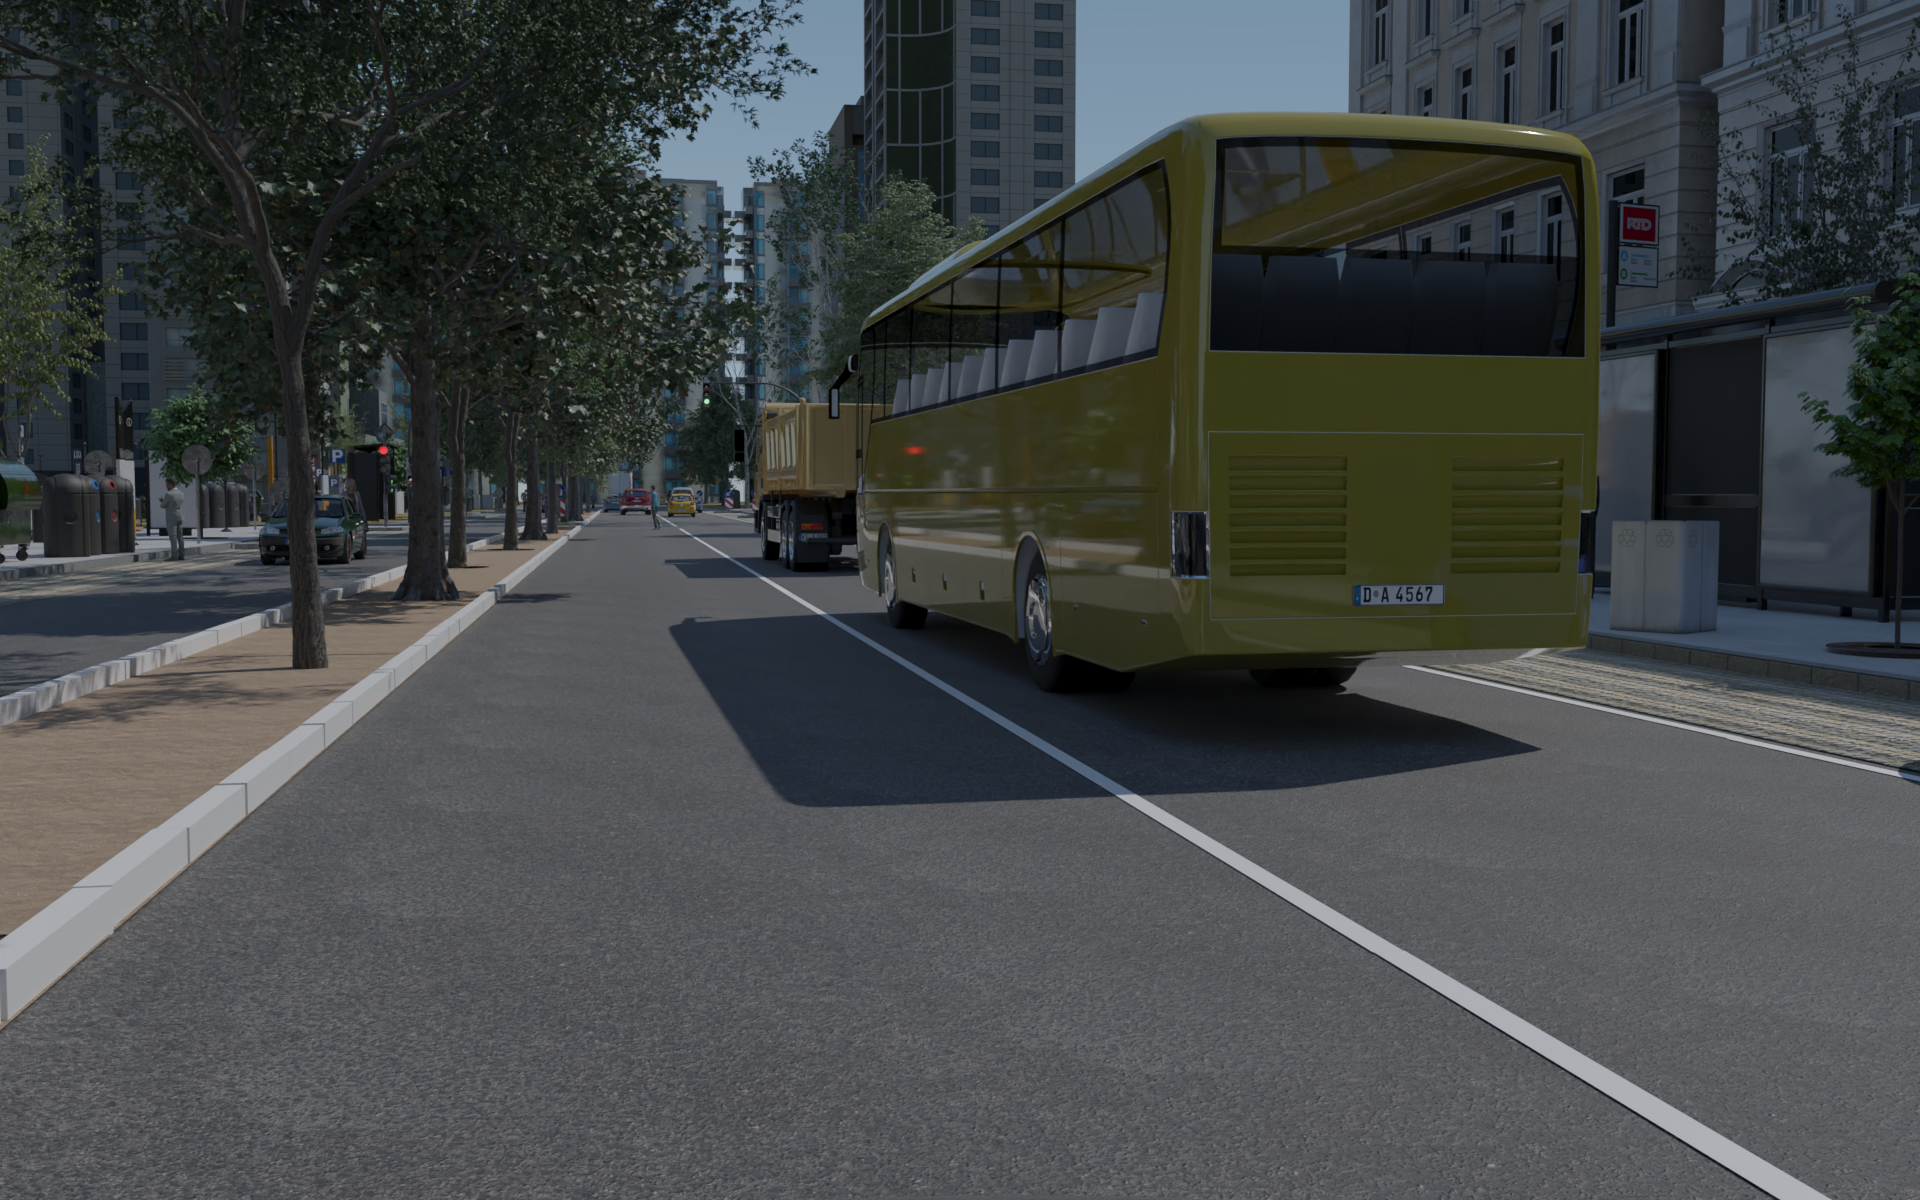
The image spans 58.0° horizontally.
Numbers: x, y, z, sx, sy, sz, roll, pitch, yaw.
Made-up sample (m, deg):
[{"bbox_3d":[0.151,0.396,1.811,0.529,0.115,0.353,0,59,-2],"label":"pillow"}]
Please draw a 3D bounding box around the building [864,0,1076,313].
[{"bbox_3d":[-0.566,-45.318,179.203,20.563,71.187,20.611,-1,4,-11],"label":"building"}]

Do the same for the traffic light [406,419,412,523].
[{"bbox_3d":[-21.955,-6.197,75.995,4.771,5.953,1.251,-1,4,-11],"label":"traffic light"}]

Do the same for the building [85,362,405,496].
[{"bbox_3d":[-79.649,-53.745,191.408,31.000,86.520,22.319,-1,4,-11],"label":"building"}]

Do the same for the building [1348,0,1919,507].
[{"bbox_3d":[21.197,-16.232,51.305,13.634,28.700,20.117,-1,4,-11],"label":"building"}]

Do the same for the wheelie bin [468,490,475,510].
[{"bbox_3d":[-38.854,-7.902,137.101,0.980,1.594,0.693,0,4,-1],"label":"wheelie bin"}]

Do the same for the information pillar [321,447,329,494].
[{"bbox_3d":[-27.945,-5.190,76.218,0.183,3.616,0.504,0,4,8],"label":"information pillar"}]

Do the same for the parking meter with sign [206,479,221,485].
[{"bbox_3d":[-33.768,-5.018,78.301,0.543,3.016,1.738,0,4,0],"label":"parking meter with sign"}]

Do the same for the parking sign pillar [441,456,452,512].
[{"bbox_3d":[-36.302,-8.258,123.495,1.447,3.967,1.447,2,4,32],"label":"parking sign pillar"}]

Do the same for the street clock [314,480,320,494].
[{"bbox_3d":[-34.289,-5.366,92.309,0.358,2.002,0.471,-1,4,-13],"label":"street clock"}]

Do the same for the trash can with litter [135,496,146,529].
[{"bbox_3d":[-30.636,-3.202,63.406,1.678,1.210,2.233,2,4,28],"label":"trash can with litter"}]

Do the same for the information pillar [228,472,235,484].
[{"bbox_3d":[-50.223,-7.830,119.370,0.504,3.616,0.183,0,4,2],"label":"information pillar"}]

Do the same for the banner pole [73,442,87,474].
[{"bbox_3d":[-42.661,-5.754,84.101,0.863,3.779,0.401,0,4,7],"label":"banner pole"}]

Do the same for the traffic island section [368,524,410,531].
[{"bbox_3d":[-22.503,-2.787,67.851,2.009,0.180,2.903,-1,4,-11],"label":"traffic island section"}]

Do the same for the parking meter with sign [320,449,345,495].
[{"bbox_3d":[-23.852,-4.270,66.069,0.543,3.016,1.738,-1,4,-11],"label":"parking meter with sign"}]

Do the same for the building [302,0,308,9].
[{"bbox_3d":[-69.494,-44.616,167.722,20.563,71.187,20.611,-1,4,-11],"label":"building"}]

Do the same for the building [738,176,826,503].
[{"bbox_3d":[-19.182,-39.400,263.805,30.456,49.044,23.786,-1,4,-11],"label":"building"}]

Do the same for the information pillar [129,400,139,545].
[{"bbox_3d":[-20.685,-3.160,43.020,0.183,3.616,0.504,1,4,9],"label":"information pillar"}]

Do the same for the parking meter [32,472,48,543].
[{"bbox_3d":[-24.256,-2.446,45.696,0.399,1.863,0.255,-3,5,-43],"label":"parking meter"}]

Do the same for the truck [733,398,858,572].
[{"bbox_3d":[-2.650,-2.436,35.749,3.469,3.379,9.791,-1,4,-12],"label":"truck"}]

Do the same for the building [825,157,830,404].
[{"bbox_3d":[-9.497,-32.232,210.586,14.154,41.232,14.086,-1,4,-11],"label":"building"}]

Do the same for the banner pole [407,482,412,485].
[{"bbox_3d":[-37.963,-7.939,119.819,0.863,3.779,0.401,2,4,30],"label":"banner pole"}]

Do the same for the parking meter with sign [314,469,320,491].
[{"bbox_3d":[-44.688,-7.548,119.669,1.738,3.016,0.543,3,5,41],"label":"parking meter with sign"}]

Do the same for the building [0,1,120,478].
[{"bbox_3d":[-105.204,-45.849,187.877,20.611,71.187,20.563,-1,4,-11],"label":"building"}]

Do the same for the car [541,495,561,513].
[{"bbox_3d":[-31.355,-7.625,133.714,2.155,1.783,4.494,-1,4,-11],"label":"car"}]

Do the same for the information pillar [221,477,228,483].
[{"bbox_3d":[-47.415,-7.333,111.248,0.183,3.616,0.504,-2,4,-35],"label":"information pillar"}]

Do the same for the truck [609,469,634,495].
[{"bbox_3d":[-39.457,-13.011,201.647,2.839,4.237,11.283,-1,4,-9],"label":"truck"}]

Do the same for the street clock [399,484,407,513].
[{"bbox_3d":[-37.185,-6.798,115.718,0.358,2.002,0.471,3,5,44],"label":"street clock"}]

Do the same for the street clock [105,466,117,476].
[{"bbox_3d":[-21.967,-2.472,44.985,0.358,2.002,0.471,0,4,1],"label":"street clock"}]

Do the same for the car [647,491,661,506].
[{"bbox_3d":[-38.594,-12.781,217.636,2.281,1.827,5.304,-1,4,-10],"label":"car"}]

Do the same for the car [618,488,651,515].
[{"bbox_3d":[-22.331,-6.759,119.180,2.281,1.827,5.304,-1,4,-13],"label":"car"}]

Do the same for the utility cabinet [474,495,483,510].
[{"bbox_3d":[-39.179,-7.848,139.479,1.020,1.237,0.306,0,4,8],"label":"utility cabinet"}]

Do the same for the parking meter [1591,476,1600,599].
[{"bbox_3d":[7.586,-0.947,21.196,0.399,1.863,0.255,3,4,37],"label":"parking meter"}]

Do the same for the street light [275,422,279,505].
[{"bbox_3d":[-22.377,-5.130,56.670,0.468,5.910,1.993,-1,4,-11],"label":"street light"}]

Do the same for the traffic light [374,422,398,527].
[{"bbox_3d":[-22.462,-4.820,67.725,0.839,4.253,0.868,-1,4,-11],"label":"traffic light"}]

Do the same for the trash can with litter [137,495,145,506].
[{"bbox_3d":[-64.556,-7.633,136.183,0.624,1.170,1.055,2,4,26],"label":"trash can with litter"}]

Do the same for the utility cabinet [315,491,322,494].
[{"bbox_3d":[-42.791,-6.551,115.779,1.173,1.500,0.318,0,4,0],"label":"utility cabinet"}]

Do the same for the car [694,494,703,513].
[{"bbox_3d":[-20.589,-7.348,132.149,2.014,1.417,4.499,-1,4,-11],"label":"car"}]

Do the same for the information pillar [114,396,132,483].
[{"bbox_3d":[-20.214,-3.080,41.711,0.183,3.616,0.504,-1,4,-12],"label":"information pillar"}]

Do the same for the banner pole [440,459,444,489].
[{"bbox_3d":[-35.946,-7.873,118.743,0.401,3.779,0.863,-3,5,-41],"label":"banner pole"}]

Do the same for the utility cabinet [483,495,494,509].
[{"bbox_3d":[-40.188,-8.339,147.511,1.020,1.237,0.306,2,4,28],"label":"utility cabinet"}]

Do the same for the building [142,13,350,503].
[{"bbox_3d":[-62.096,-28.622,151.564,14.154,41.232,14.086,-1,4,-11],"label":"building"}]

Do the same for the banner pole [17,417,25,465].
[{"bbox_3d":[-28.201,-3.796,52.076,0.401,3.779,0.863,-1,4,-16],"label":"banner pole"}]

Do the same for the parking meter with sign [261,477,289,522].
[{"bbox_3d":[-31.031,-5.067,79.108,1.738,3.016,0.543,0,4,-4],"label":"parking meter with sign"}]

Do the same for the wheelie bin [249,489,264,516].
[{"bbox_3d":[-41.081,-5.702,101.134,0.693,1.594,0.980,-1,4,-13],"label":"wheelie bin"}]

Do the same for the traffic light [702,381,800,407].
[{"bbox_3d":[-8.049,-5.855,70.400,4.771,5.953,1.251,-1,4,-11],"label":"traffic light"}]

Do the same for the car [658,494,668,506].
[{"bbox_3d":[-34.442,-11.598,199.843,2.015,1.641,3.980,-1,4,-12],"label":"car"}]

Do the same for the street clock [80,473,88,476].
[{"bbox_3d":[-30.111,-3.361,59.521,0.471,2.002,0.358,-2,4,-28],"label":"street clock"}]

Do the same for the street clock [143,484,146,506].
[{"bbox_3d":[-59.051,-7.405,125.644,0.358,2.002,0.471,-2,4,-23],"label":"street clock"}]

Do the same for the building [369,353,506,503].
[{"bbox_3d":[-79.770,-38.670,251.863,30.456,49.044,23.786,-1,4,-11],"label":"building"}]

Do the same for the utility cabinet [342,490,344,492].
[{"bbox_3d":[-28.227,-4.271,78.513,0.318,1.500,1.173,0,4,-2],"label":"utility cabinet"}]

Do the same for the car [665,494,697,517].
[{"bbox_3d":[-17.402,-5.989,108.141,2.015,1.641,3.980,-1,4,-9],"label":"car"}]

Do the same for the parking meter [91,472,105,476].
[{"bbox_3d":[-22.861,-2.465,46.018,0.399,1.863,0.255,3,4,37],"label":"parking meter"}]

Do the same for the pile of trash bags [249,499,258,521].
[{"bbox_3d":[-34.823,-4.378,81.340,3.447,1.369,1.912,-1,4,-23],"label":"pile of trash bags"}]

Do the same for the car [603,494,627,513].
[{"bbox_3d":[-26.729,-7.489,134.448,2.014,1.417,4.499,-1,4,-10],"label":"car"}]

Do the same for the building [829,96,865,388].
[{"bbox_3d":[-7.089,-33.421,196.548,14.600,45.320,14.200,-1,4,-11],"label":"building"}]

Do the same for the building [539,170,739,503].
[{"bbox_3d":[-49.491,-39.037,257.856,30.456,49.044,23.786,-1,4,-11],"label":"building"}]
